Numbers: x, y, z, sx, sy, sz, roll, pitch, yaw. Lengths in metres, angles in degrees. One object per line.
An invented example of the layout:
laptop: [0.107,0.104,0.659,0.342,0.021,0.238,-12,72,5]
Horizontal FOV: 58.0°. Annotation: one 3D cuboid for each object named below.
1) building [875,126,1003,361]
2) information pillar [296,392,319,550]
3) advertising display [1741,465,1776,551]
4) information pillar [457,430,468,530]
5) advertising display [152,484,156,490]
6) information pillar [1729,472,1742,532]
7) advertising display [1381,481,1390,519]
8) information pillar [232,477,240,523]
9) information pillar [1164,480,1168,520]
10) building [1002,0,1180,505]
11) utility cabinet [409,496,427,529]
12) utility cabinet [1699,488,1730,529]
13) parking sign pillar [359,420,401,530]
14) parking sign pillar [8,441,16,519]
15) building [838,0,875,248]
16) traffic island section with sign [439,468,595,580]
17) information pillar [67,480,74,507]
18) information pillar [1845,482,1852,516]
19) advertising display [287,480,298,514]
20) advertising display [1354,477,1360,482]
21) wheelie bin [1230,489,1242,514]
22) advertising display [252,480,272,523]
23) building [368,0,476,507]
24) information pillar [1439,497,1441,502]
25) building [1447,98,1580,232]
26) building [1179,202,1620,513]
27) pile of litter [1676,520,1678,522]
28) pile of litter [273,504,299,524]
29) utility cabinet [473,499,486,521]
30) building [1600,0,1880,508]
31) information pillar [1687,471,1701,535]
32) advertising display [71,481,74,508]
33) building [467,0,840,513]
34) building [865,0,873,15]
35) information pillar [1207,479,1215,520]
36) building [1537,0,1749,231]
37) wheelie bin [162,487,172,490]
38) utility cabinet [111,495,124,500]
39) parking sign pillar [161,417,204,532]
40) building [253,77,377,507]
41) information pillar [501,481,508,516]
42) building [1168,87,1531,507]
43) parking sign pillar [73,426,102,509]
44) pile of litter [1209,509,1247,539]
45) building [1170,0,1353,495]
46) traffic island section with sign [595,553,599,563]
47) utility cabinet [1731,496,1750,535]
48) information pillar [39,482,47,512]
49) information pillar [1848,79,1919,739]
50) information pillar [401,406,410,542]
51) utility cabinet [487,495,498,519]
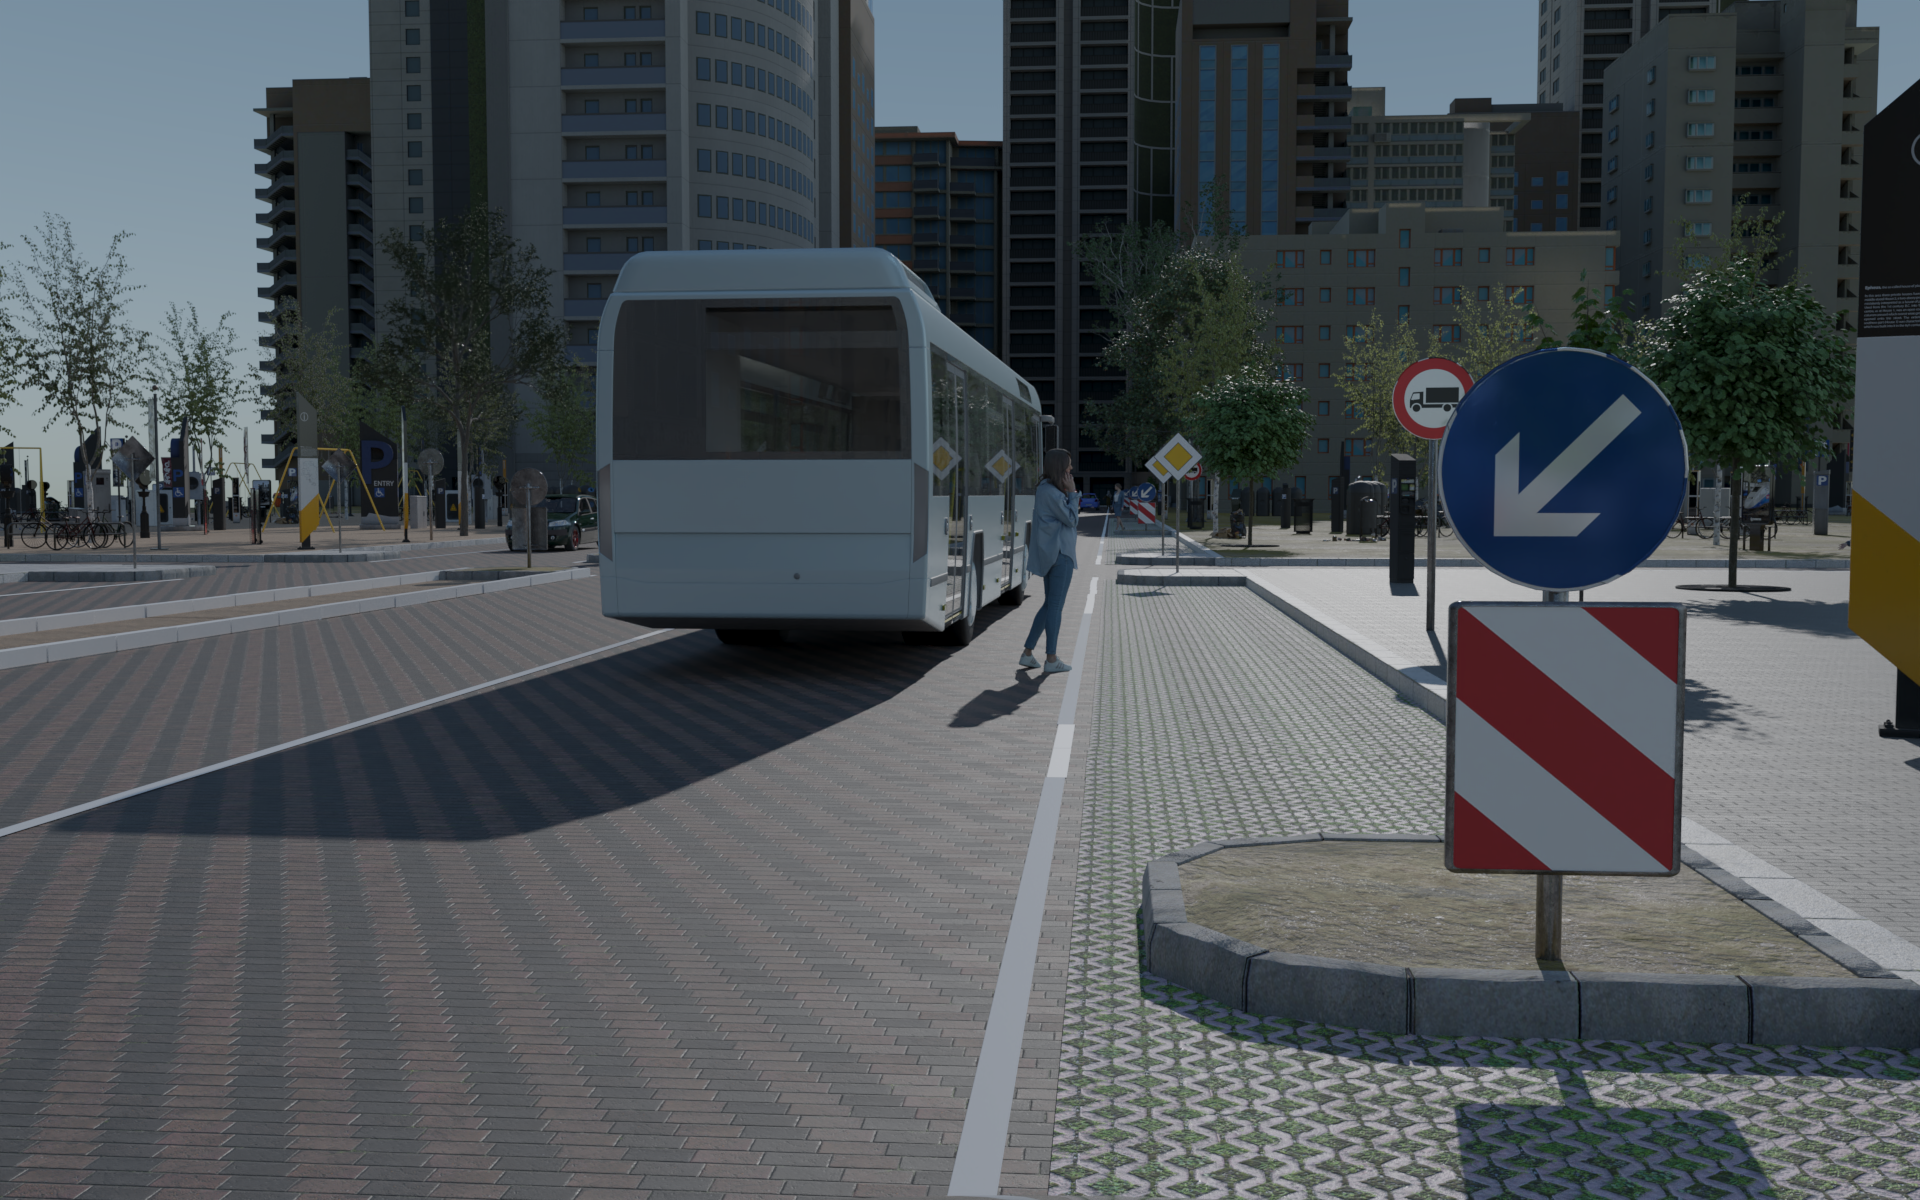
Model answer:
building: [-8.714,-33.921,209.237,28.867,44.769,22.147,0,4,5]
information pillar: [-15.068,-2.975,40.001,0.183,3.616,0.504,2,4,35]
advertising display: [18.070,-2.081,39.233,0.123,1.923,0.974,-1,4,-13]
information pillar: [-17.787,-4.317,61.934,0.504,3.616,0.183,3,4,39]
advertising display: [-49.732,-6.270,107.725,0.974,1.923,0.123,0,4,4]
information pillar: [25.701,-3.234,57.372,0.304,2.012,0.304,1,4,10]
advertising display: [21.468,-5.061,87.956,0.974,1.923,0.123,-3,4,-38]
information pillar: [-31.797,-4.378,76.069,0.304,2.012,0.304,-1,4,-21]
information pillar: [10.337,-5.071,87.406,0.304,2.012,0.304,0,4,3]
building: [15.845,-46.913,205.287,20.611,71.187,20.563,0,4,5]
utility cabinet: [-20.191,-3.268,64.600,0.306,1.237,1.020,0,4,2]
utility cabinet: [27.646,-3.356,63.556,1.173,1.500,0.318,3,5,42]
parking sign pillar: [-21.168,-4.566,63.121,1.447,3.967,1.447,-1,4,-16]
parking sign pillar: [-48.907,-6.101,88.225,1.447,3.967,1.447,-3,4,-38]
building: [-15.060,-30.461,148.141,14.600,45.320,14.200,0,4,5]
traffic island section with sign: [-7.550,-1.308,29.523,2.006,1.907,1.989,0,4,5]
information pillar: [-46.782,-5.302,91.172,0.304,2.012,0.304,-3,5,-42]
information pillar: [52.611,-5.992,102.468,0.304,2.012,0.304,-3,5,-43]
advertising display: [-31.527,-4.687,81.853,0.123,1.923,0.974,0,4,0]
advertising display: [15.021,-3.690,65.550,0.123,1.923,0.974,0,4,8]
wheelie bin: [16.413,-5.780,102.404,0.980,1.594,0.693,3,5,40]
advertising display: [-31.278,-4.429,77.630,0.974,1.923,0.123,1,4,20]
building: [-46.664,-45.313,179.119,20.611,71.187,20.563,0,4,5]
information pillar: [23.997,-5.780,85.864,0.504,3.616,0.183,2,4,27]
building: [61.577,-33.564,198.884,14.200,45.320,14.600,0,4,5]
building: [30.712,-17.392,129.399,27.650,21.520,28.899,0,4,5]
pile of litter: [32.476,-3.944,78.457,1.176,0.858,1.719,-1,4,-14]
pile of litter: [-28.910,-3.682,74.171,1.176,0.858,1.719,0,4,6]
utility cabinet: [-22.614,-4.455,81.520,0.318,1.500,1.173,-2,4,-29]
building: [76.042,-33.332,168.674,21.600,48.544,21.300,0,4,5]
information pillar: [23.000,-3.045,54.283,0.304,2.012,0.304,2,4,35]
advertising display: [-42.250,-4.756,82.975,0.974,1.923,0.123,2,4,33]
building: [-21.445,-35.783,127.048,21.231,58.520,28.212,0,4,5]
building: [-21.131,-52.706,174.415,31.000,86.520,22.319,0,4,5]
information pillar: [12.616,-5.047,87.017,0.304,2.012,0.304,-3,4,-36]
building: [79.199,-46.579,199.816,20.611,71.187,20.563,0,4,5]
wheelie bin: [-36.534,-4.410,80.005,0.693,1.594,0.980,1,4,21]
utility cabinet: [-51.093,-5.718,104.656,1.020,1.237,0.306,0,4,-1]
parking sign pillar: [-26.950,-4.368,59.882,1.447,3.967,1.447,-1,4,-17]
building: [-64.446,-32.655,184.027,14.200,45.320,14.600,0,4,5]
information pillar: [-26.588,-5.906,101.063,0.304,2.012,0.304,1,4,15]
building: [36.684,-29.249,170.101,32.217,40.220,23.993,0,4,5]
parking sign pillar: [-34.358,-4.879,68.241,1.447,3.967,1.447,0,4,5]
pile of litter: [7.797,-2.220,50.269,1.176,0.858,1.719,2,4,28]
building: [25.914,-30.659,151.388,14.600,45.320,14.200,0,4,5]
traffic island section with sign: [-6.895,-1.759,36.902,2.006,1.907,1.989,0,4,5]
utility cabinet: [24.561,-2.639,54.303,1.020,1.237,0.306,-3,4,-37]
information pillar: [-54.093,-5.976,102.191,0.304,2.012,0.304,-1,4,-15]
information pillar: [4.981,-1.085,9.092,0.504,3.616,0.183,2,4,26]
information pillar: [-14.708,-3.337,45.908,0.183,3.616,0.504,-1,4,-22]
utility cabinet: [-23.830,-4.697,87.951,0.306,1.237,1.020,-3,5,-42]
